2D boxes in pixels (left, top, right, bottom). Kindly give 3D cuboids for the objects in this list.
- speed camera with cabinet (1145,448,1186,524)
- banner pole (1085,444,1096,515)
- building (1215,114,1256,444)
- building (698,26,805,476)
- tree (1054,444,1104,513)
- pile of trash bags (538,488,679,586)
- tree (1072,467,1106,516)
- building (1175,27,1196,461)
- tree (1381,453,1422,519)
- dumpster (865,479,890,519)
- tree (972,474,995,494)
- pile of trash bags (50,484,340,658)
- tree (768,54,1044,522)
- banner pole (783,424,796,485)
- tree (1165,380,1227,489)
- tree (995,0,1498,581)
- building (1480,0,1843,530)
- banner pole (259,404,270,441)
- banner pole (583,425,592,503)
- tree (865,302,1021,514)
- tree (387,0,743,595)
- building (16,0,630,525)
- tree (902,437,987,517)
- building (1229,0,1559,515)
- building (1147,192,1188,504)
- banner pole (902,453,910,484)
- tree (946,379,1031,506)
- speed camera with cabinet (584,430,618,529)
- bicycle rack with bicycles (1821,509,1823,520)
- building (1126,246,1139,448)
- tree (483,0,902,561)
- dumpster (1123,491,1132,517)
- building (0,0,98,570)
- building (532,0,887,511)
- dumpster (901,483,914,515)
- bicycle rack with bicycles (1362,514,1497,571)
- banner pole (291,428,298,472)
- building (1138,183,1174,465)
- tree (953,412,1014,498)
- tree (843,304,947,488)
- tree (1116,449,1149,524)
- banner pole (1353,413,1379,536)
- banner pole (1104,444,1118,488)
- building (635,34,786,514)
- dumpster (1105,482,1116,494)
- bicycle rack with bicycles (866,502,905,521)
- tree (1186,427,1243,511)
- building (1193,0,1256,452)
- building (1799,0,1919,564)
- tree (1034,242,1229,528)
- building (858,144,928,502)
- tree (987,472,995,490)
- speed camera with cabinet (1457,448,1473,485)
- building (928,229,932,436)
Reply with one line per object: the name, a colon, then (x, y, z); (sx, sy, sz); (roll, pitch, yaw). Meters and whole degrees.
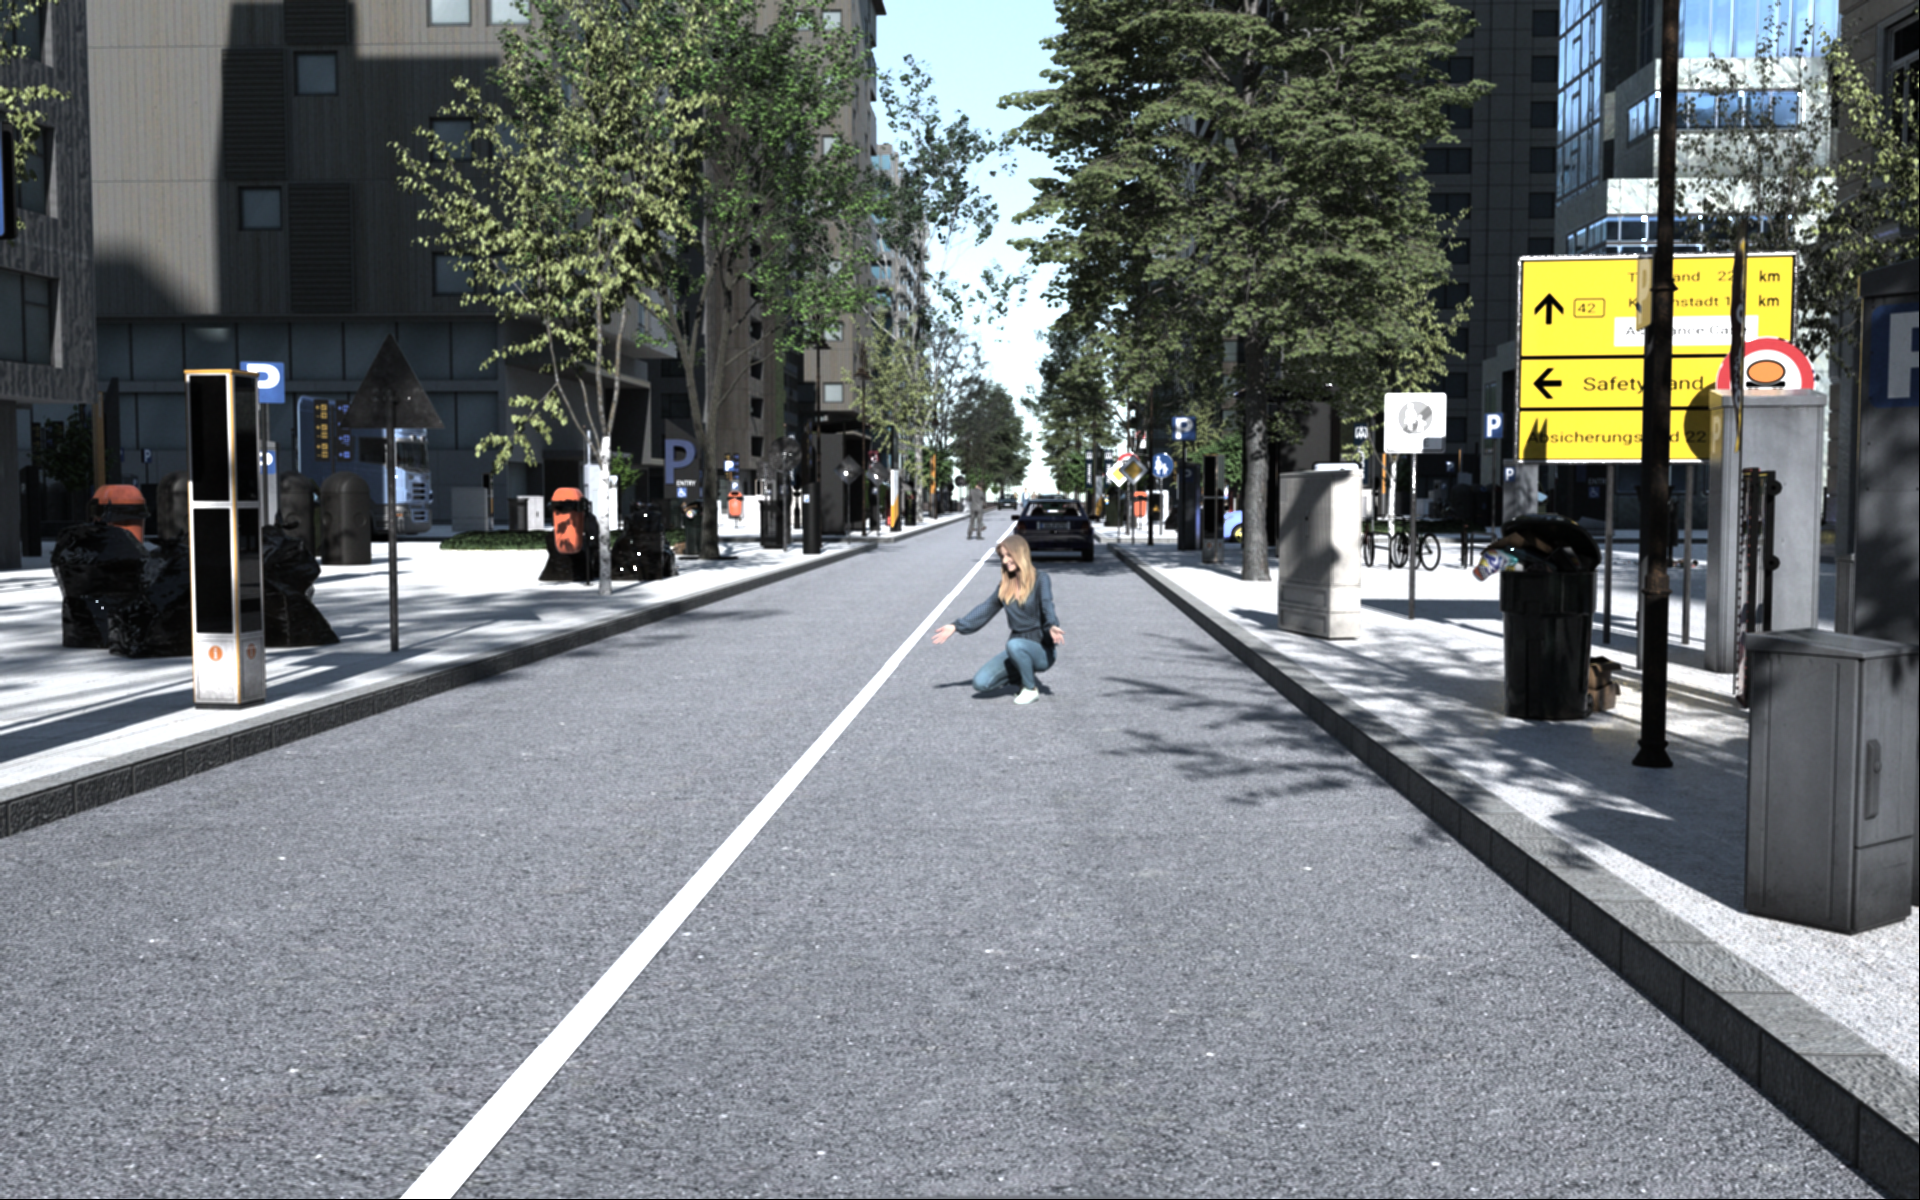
speed camera with cabinet: (9.022, -4.920, 74.771); (2.038, 3.252, 0.660); (0, 4, 4)
banner pole: (6.557, -5.879, 86.135); (0.863, 3.779, 0.401); (-2, 4, -30)
building: (26.624, -22.145, 133.773); (14.160, 30.474, 14.107); (0, 4, 3)
building: (-26.251, -27.425, 140.287); (32.217, 40.220, 23.993); (0, 4, 3)
tree: (8.264, -7.939, 113.509); (4.285, 4.588, 4.351); (0, 3, 0)
pile of trash bags: (-5.370, -0.977, 25.719); (1.912, 1.369, 3.447); (0, 4, 4)
tree: (7.820, -6.468, 100.359); (1.663, 3.219, 1.824); (0, 3, 0)
building: (36.315, -35.855, 175.469); (28.713, 52.752, 27.495); (0, 4, 3)
tree: (19.133, -4.878, 74.350); (1.663, 3.219, 1.824); (0, 3, 0)
dumpster: (-4.397, -5.366, 90.228); (1.502, 2.255, 1.985); (0, 4, 3)
tree: (2.117, -10.586, 167.685); (1.663, 3.219, 1.824); (0, 3, 0)
pile of trash bags: (-6.938, -0.332, 15.187); (1.912, 1.369, 3.447); (-3, 5, -43)
tree: (-2.787, -13.561, 77.612); (12.611, 20.169, 13.585); (0, 3, 0)
banner pole: (-6.054, -4.363, 61.351); (0.401, 3.779, 0.863); (-3, 5, -41)
tree: (14.646, -9.613, 107.531); (4.737, 8.622, 4.395); (0, 3, 0)
tree: (4.061, -6.545, 25.136); (7.486, 12.596, 7.792); (0, 3, 0)
building: (38.687, -46.344, 70.393); (31.000, 86.520, 22.319); (0, 4, 3)
banner pole: (-14.661, -2.830, 36.294); (0.401, 3.779, 0.863); (2, 4, 26)
banner pole: (-13.610, -4.481, 63.289); (0.401, 3.779, 0.863); (1, 4, 10)
tree: (-1.321, -12.312, 111.668); (12.009, 13.543, 11.850); (0, 3, 0)
tree: (-4.716, -4.383, 22.028); (4.737, 8.622, 4.395); (0, 3, 0)
building: (-29.245, -30.194, 82.915); (28.713, 52.752, 27.495); (0, 4, 3)
tree: (-1.672, -7.048, 98.943); (4.285, 4.588, 4.351); (0, 3, 0)
building: (28.920, -41.351, 114.337); (20.563, 71.187, 20.611); (0, 4, 3)
building: (32.254, -33.664, 234.002); (14.154, 41.232, 14.086); (0, 4, 3)
banner pole: (-3.277, -7.122, 106.459); (0.863, 3.779, 0.401); (1, 4, 13)
tree: (2.615, -17.405, 191.228); (9.857, 13.997, 8.962); (0, 3, 0)
speed camera with cabinet: (-11.065, -3.607, 53.313); (0.660, 3.252, 2.038); (-2, 4, -25)
bicycle rack with bicycles: (29.987, -2.848, 59.955); (2.925, 0.926, 2.852); (-2, 4, -34)
building: (37.370, -37.626, 269.805); (22.147, 44.769, 28.867); (0, 4, 3)
tree: (-4.985, -6.592, 33.535); (9.928, 11.665, 9.643); (0, 3, 0)
dumpster: (7.753, -4.599, 80.948); (1.264, 1.857, 1.865); (0, 4, 3)
building: (-22.322, -20.927, 25.759); (14.086, 41.232, 14.154); (0, 4, 3)
building: (-22.284, -35.268, 165.866); (28.713, 52.752, 27.495); (0, 4, 3)
dumpster: (-3.038, -5.110, 89.311); (1.264, 1.857, 1.865); (0, 4, 3)
bicycle rack with bicycles: (8.099, -1.021, 30.075); (2.852, 0.926, 2.925); (0, 4, 5)
banner pole: (-25.073, -4.616, 65.481); (0.863, 3.779, 0.401); (3, 5, 40)
building: (32.903, -36.577, 248.141); (14.600, 45.320, 14.200); (0, 4, 3)
tree: (1.530, -12.252, 150.683); (4.360, 8.622, 3.978); (0, 3, 0)
tree: (-2.530, -7.067, 65.908); (4.737, 8.622, 4.395); (0, 3, 0)
tree: (7.403, -4.825, 73.485); (1.663, 3.219, 1.824); (0, 3, 0)
banner pole: (12.574, -3.892, 53.648); (0.863, 3.779, 0.401); (2, 4, 26)
banner pole: (7.571, -5.894, 86.377); (0.863, 3.779, 0.401); (0, 4, -2)
building: (-19.365, -20.873, 112.978); (14.160, 30.474, 14.107); (0, 4, 3)
dumpster: (7.894, -5.042, 84.924); (1.502, 2.255, 1.985); (0, 4, 3)
bicycle rack with bicycles: (-3.996, -4.256, 82.969); (2.852, 0.926, 2.925); (-3, 5, -42)
tree: (13.191, -6.021, 82.153); (4.285, 4.588, 4.351); (0, 3, 0)
building: (32.099, -32.267, 151.266); (21.300, 48.544, 21.600); (0, 4, 3)
building: (21.833, -14.415, 21.584); (13.634, 28.700, 20.117); (0, 4, 3)
tree: (6.397, -7.991, 65.062); (8.767, 10.594, 7.601); (2, 4, 28)
building: (-17.682, -37.830, 238.120); (23.786, 49.044, 30.456); (0, 4, 3)
tree: (1.789, -11.973, 179.476); (4.285, 4.588, 4.351); (0, 3, 0)
speed camera with cabinet: (21.321, -4.811, 72.994); (0.660, 3.252, 2.038); (1, 4, 15)
building: (-15.967, -39.732, 269.231); (23.786, 49.044, 30.456); (0, 4, 3)
